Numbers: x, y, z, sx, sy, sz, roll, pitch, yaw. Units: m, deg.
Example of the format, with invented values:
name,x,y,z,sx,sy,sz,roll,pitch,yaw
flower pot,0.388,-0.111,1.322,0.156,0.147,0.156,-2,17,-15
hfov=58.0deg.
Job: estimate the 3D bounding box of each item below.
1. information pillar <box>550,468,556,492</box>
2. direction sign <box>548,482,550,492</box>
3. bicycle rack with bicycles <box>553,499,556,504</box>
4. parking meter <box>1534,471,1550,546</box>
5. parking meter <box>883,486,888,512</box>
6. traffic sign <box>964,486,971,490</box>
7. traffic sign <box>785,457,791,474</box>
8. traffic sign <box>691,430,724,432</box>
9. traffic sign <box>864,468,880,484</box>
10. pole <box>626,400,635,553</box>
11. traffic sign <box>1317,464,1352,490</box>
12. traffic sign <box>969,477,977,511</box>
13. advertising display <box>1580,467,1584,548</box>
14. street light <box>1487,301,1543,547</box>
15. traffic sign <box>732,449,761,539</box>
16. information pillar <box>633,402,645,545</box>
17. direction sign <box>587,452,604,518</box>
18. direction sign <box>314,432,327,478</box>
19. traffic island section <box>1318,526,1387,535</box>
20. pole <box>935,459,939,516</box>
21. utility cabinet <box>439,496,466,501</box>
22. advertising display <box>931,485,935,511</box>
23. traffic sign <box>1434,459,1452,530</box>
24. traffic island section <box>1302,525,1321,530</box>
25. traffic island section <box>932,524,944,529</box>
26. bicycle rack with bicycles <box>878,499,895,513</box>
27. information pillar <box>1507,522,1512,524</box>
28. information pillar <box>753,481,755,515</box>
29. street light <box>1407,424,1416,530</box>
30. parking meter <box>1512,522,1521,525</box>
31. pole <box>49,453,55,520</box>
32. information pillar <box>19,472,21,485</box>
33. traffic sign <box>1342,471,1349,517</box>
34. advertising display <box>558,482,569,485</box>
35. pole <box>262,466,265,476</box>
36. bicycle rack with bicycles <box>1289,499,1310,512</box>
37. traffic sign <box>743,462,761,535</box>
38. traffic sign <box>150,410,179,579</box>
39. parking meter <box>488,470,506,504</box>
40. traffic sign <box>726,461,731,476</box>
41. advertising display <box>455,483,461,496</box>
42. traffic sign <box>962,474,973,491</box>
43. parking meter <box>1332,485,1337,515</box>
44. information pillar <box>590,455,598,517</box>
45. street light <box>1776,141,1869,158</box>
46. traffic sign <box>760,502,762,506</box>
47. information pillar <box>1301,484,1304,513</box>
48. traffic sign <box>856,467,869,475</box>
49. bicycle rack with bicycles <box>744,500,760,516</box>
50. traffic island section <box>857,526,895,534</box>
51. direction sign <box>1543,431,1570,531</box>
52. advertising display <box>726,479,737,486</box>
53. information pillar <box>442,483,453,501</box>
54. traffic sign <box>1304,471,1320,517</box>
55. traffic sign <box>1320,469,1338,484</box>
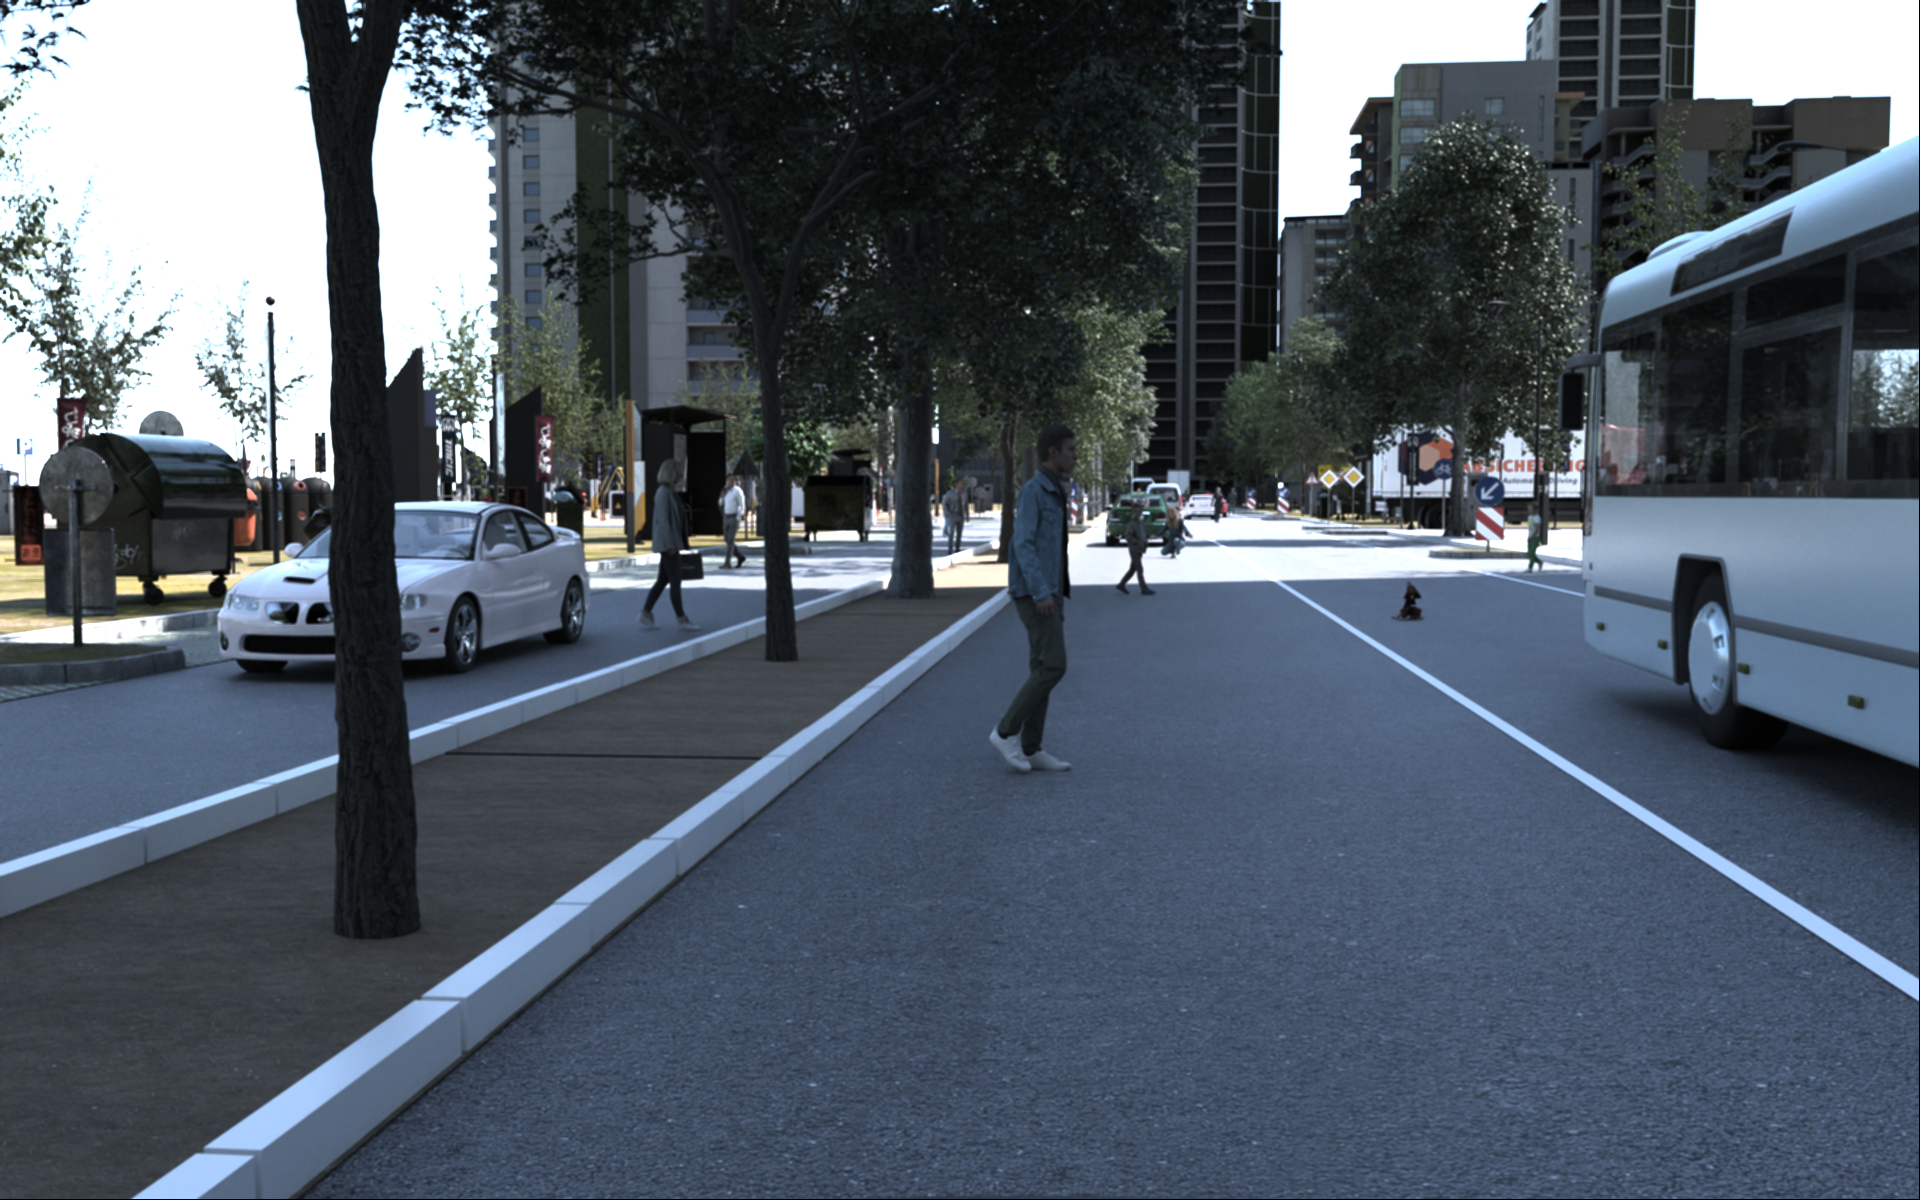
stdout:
name,x,y,z,sx,sy,sz,roll,pitch,yaw
information pillar,-32.684,-9.031,139.015,0.504,3.616,0.183,0,3,0
direction sign,-35.247,-9.588,148.760,0.379,3.537,0.876,-2,4,-29
bicycle rack with bicycles,-30.079,-7.055,128.724,2.925,0.926,2.852,1,4,20
parking meter,14.455,-2.286,43.085,0.255,1.863,0.399,3,5,44
parking meter,-5.235,-7.141,122.459,0.255,1.863,0.399,-2,4,-34
traffic sign,0.358,-7.691,125.754,0.884,2.594,0.081,1,4,15
traffic sign,-5.729,-3.338,54.675,0.768,2.556,0.104,0,4,8
traffic sign,-8.595,-3.751,55.204,2.265,3.308,0.079,1,4,10
traffic sign,-3.887,-4.544,75.487,0.795,2.450,0.064,1,4,12
pole,-7.165,-2.679,37.642,0.158,3.312,0.155,0,3,0
traffic sign,25.071,-7.464,115.904,2.265,3.308,0.079,1,4,9
traffic sign,0.914,-7.907,129.386,0.768,2.556,0.104,0,4,7
advertising display,15.062,-2.195,41.096,0.123,1.923,0.974,-1,4,-15
street light,13.404,-4.239,41.844,1.470,5.913,1.316,0,4,6
traffic sign,-6.126,-3.033,49.596,0.884,2.594,0.081,1,4,13
information pillar,-8.146,-3.217,43.949,0.183,3.616,0.504,-2,4,-35
direction sign,-19.523,-6.160,92.718,0.876,3.537,0.379,0,4,-5
direction sign,-23.320,-4.356,63.216,0.876,3.537,0.379,3,5,44
traffic island section,14.039,-2.418,61.807,2.009,0.180,2.903,0,4,6
pole,-1.334,-6.493,100.009,0.158,3.312,0.155,0,3,0
utility cabinet,-18.741,-3.226,63.901,1.020,1.237,0.306,-3,5,-43
advertising display,-2.495,-8.309,141.067,0.974,1.923,0.123,-2,4,-32
traffic sign,17.367,-3.795,62.147,0.768,2.556,0.104,0,4,7
traffic island section,14.863,-2.903,69.749,2.009,0.180,2.903,0,4,6
traffic island section,-1.739,-3.009,71.471,2.009,0.180,2.903,0,4,6
bicycle rack with bicycles,-5.514,-6.247,115.524,2.852,0.926,2.925,3,4,37
information pillar,23.908,-4.307,74.904,0.304,2.012,0.304,-1,4,-15
information pillar,-12.941,-7.176,108.679,0.183,3.616,0.504,-1,4,-12
street light,15.496,-5.436,61.420,1.470,5.913,1.316,0,4,6
parking meter,23.343,-3.925,72.592,0.372,1.533,0.369,0,3,0
pole,-45.434,-5.678,86.683,0.158,3.312,0.155,0,3,0
information pillar,-31.800,-3.293,58.328,0.304,2.012,0.304,-1,4,-23
traffic sign,21.642,-5.895,96.483,0.768,2.556,0.104,1,4,16
advertising display,-21.823,-5.513,95.356,0.123,1.923,0.974,3,4,36
pole,-51.294,-8.185,127.674,0.158,3.312,0.155,0,3,0
bicycle rack with bicycles,27.459,-7.711,139.456,2.925,0.926,2.852,0,4,-4
traffic sign,-6.538,-3.200,54.454,0.606,2.300,0.079,1,4,10
traffic sign,-12.085,-1.596,26.206,0.768,2.556,0.104,1,4,9
parking meter,-11.133,-2.197,41.639,0.399,1.863,0.255,3,4,38
traffic sign,-8.769,-3.873,63.437,0.768,2.556,0.104,1,4,11
advertising display,-28.764,-5.768,99.519,0.123,1.923,0.974,-3,4,-37
traffic sign,0.421,-6.844,111.906,0.884,2.594,0.081,0,4,7
parking meter,23.002,-6.137,106.052,0.399,1.863,0.255,3,5,40
information pillar,-20.370,-6.420,96.327,0.504,3.616,0.183,2,4,34
street light,11.454,-3.082,22.931,1.470,5.913,1.316,0,4,6
traffic sign,-8.306,-4.408,72.180,0.768,2.556,0.104,1,4,12
information pillar,23.276,-6.892,117.177,0.304,2.012,0.304,3,5,42
traffic sign,-4.591,-5.033,82.396,0.768,2.556,0.104,1,4,13
bicycle rack with bicycles,-12.836,-5.304,100.101,2.925,0.926,2.852,-1,4,-15
traffic island section,-2.563,-2.523,63.529,2.009,0.180,2.903,0,4,6
direction sign,20.961,-4.215,60.913,0.876,3.537,0.379,1,4,17
advertising display,-9.907,-4.157,73.187,0.974,1.923,0.123,-1,4,-13
information pillar,-15.365,-2.903,51.949,0.304,2.012,0.304,-1,4,-21
traffic sign,19.379,-5.833,95.370,0.884,2.594,0.081,1,4,12
traffic sign,19.169,-5.507,90.042,0.884,2.594,0.081,1,4,14
